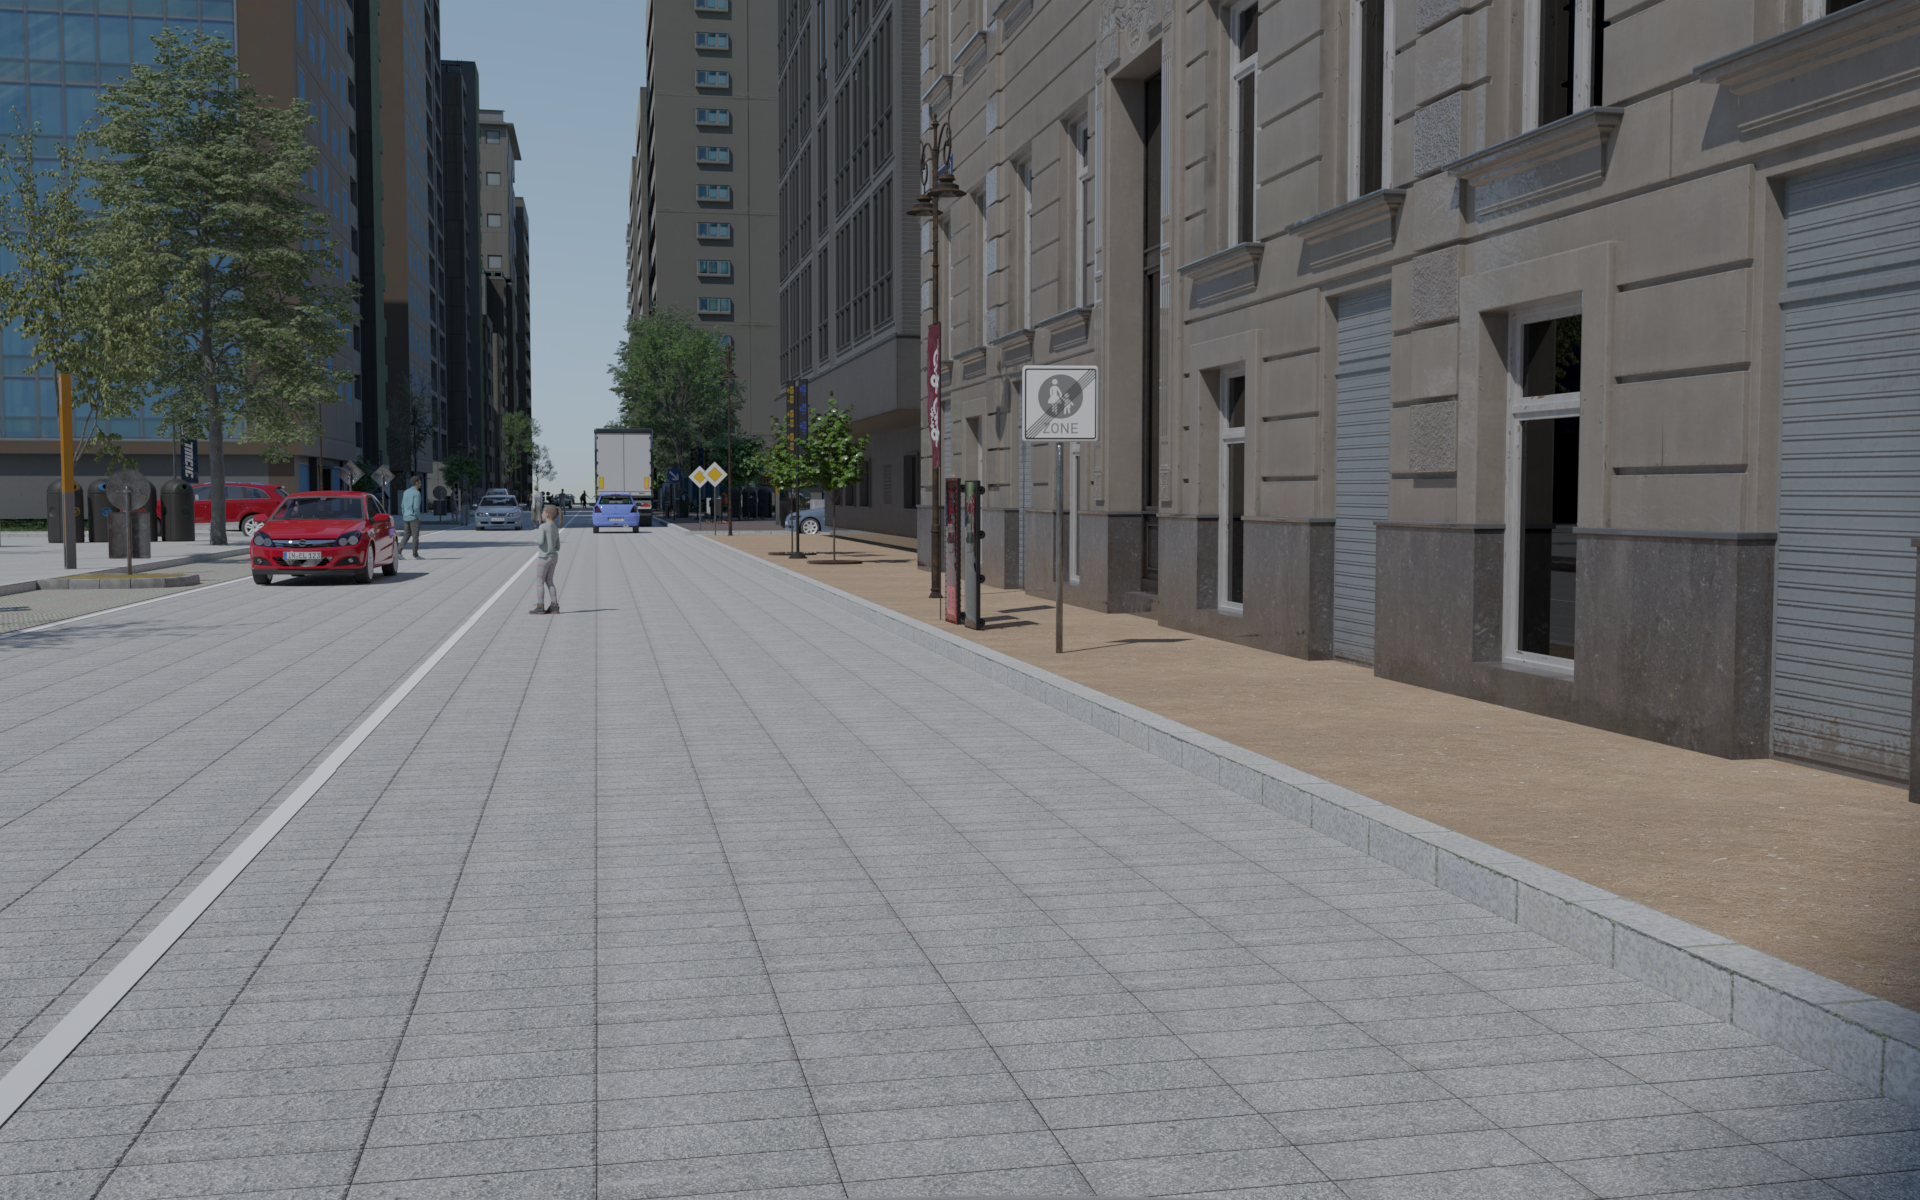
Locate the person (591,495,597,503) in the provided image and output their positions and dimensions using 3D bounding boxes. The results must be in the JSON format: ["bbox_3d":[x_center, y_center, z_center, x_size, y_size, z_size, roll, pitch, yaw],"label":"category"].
[{"bbox_3d":[-33.297,-9.194,158.803,0.705,1.826,1.348,2,4,25],"label":"person"}]

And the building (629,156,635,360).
[{"bbox_3d":[-34.218,-37.580,238.140,21.300,48.544,21.600,-1,4,-12],"label":"building"}]

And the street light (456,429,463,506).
[{"bbox_3d":[-34.575,-9.001,119.959,0.468,5.910,1.993,-1,4,-12],"label":"street light"}]

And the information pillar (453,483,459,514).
[{"bbox_3d":[-32.131,-6.477,110.385,0.304,2.012,0.304,-2,4,-26],"label":"information pillar"}]

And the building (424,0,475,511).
[{"bbox_3d":[-50.393,-42.867,139.125,20.563,71.187,20.611,-1,4,-12],"label":"building"}]

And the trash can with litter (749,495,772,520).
[{"bbox_3d":[-10.428,-4.681,87.592,1.678,1.210,2.233,-3,5,-43],"label":"trash can with litter"}]

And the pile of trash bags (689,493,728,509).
[{"bbox_3d":[-18.677,-7.350,129.928,1.912,1.369,3.447,3,5,39],"label":"pile of trash bags"}]

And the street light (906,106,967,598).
[{"bbox_3d":[-0.300,-2.961,21.199,0.468,5.910,1.993,-1,4,-12],"label":"street light"}]

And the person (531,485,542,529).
[{"bbox_3d":[-17.316,-3.809,71.000,0.478,1.798,0.641,-2,4,-29],"label":"person"}]

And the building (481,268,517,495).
[{"bbox_3d":[-64.220,-27.465,220.748,14.160,30.474,14.107,-1,4,-12],"label":"building"}]

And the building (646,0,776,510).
[{"bbox_3d":[-16.083,-32.253,151.037,21.300,48.544,21.600,-1,4,-12],"label":"building"}]

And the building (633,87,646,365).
[{"bbox_3d":[-26.115,-35.238,199.845,21.300,48.544,21.600,-1,4,-12],"label":"building"}]

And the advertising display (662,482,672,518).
[{"bbox_3d":[-15.586,-5.320,92.198,0.123,1.923,0.974,-2,4,-35],"label":"advertising display"}]

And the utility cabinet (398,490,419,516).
[{"bbox_3d":[-32.549,-5.721,102.210,1.173,1.500,0.318,-1,4,-22],"label":"utility cabinet"}]

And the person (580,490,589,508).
[{"bbox_3d":[-38.409,-10.317,177.200,1.348,1.823,0.705,2,4,26],"label":"person"}]

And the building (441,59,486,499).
[{"bbox_3d":[-51.148,-28.989,157.572,14.154,41.232,14.086,-1,4,-12],"label":"building"}]

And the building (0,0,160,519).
[{"bbox_3d":[-31.874,-25.476,66.646,14.600,45.320,14.200,-1,4,-12],"label":"building"}]

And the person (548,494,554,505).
[{"bbox_3d":[-41.171,-9.956,174.505,0.697,1.427,0.421,3,5,41],"label":"person"}]

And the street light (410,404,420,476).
[{"bbox_3d":[-28.158,-7.143,89.569,0.468,5.910,1.993,-1,4,-12],"label":"street light"}]

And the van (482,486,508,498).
[{"bbox_3d":[-32.908,-7.095,123.009,2.013,2.044,4.112,-1,4,-12],"label":"van"}]

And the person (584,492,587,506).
[{"bbox_3d":[-44.045,-11.870,203.504,0.436,1.711,0.756,-1,4,-18],"label":"person"}]

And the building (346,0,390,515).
[{"bbox_3d":[-37.561,-19.376,88.503,14.160,30.474,14.107,-1,4,-12],"label":"building"}]

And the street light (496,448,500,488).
[{"bbox_3d":[-44.050,-11.779,165.374,0.468,5.910,1.993,-1,4,-12],"label":"street light"}]

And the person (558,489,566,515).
[{"bbox_3d":[-26.734,-6.583,116.320,0.511,1.800,0.466,0,4,-3],"label":"person"}]

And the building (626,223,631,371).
[{"bbox_3d":[-42.101,-40.290,278.349,23.786,49.044,30.456,-1,4,-12],"label":"building"}]

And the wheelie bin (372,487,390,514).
[{"bbox_3d":[-26.667,-4.390,79.689,0.693,1.594,0.980,-3,4,-37],"label":"wheelie bin"}]

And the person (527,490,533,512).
[{"bbox_3d":[-34.699,-8.020,140.344,1.217,1.735,0.721,3,5,40],"label":"person"}]

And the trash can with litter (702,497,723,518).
[{"bbox_3d":[-13.088,-4.892,91.370,0.624,1.170,1.055,3,4,37],"label":"trash can with litter"}]

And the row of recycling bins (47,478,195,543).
[{"bbox_3d":[-22.335,-2.387,46.142,3.534,1.692,1.069,-2,4,-32],"label":"row of recycling bins"}]

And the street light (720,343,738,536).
[{"bbox_3d":[-7.069,-4.915,53.141,0.468,5.910,1.993,-1,4,-12],"label":"street light"}]

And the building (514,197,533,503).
[{"bbox_3d":[-76.927,-39.195,264.533,21.300,48.544,21.600,-1,4,-12],"label":"building"}]

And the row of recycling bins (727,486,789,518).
[{"bbox_3d":[-11.011,-5.342,94.456,3.534,1.692,1.069,1,4,12],"label":"row of recycling bins"}]

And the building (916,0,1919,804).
[{"bbox_3d":[7.271,-13.502,18.029,12.463,27.353,25.104,-1,4,-12],"label":"building"}]

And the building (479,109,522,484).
[{"bbox_3d":[-75.394,-39.737,238.946,28.713,52.752,27.495,-1,4,-12],"label":"building"}]

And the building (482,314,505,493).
[{"bbox_3d":[-61.895,-20.370,178.093,27.650,21.520,28.899,-1,4,-12],"label":"building"}]

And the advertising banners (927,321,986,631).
[{"bbox_3d":[-0.064,-1.278,17.087,0.090,3.025,2.074,-1,4,-14],"label":"advertising banners"}]

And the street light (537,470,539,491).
[{"bbox_3d":[-67.301,-18.566,276.348,0.468,5.910,1.993,-1,4,-12],"label":"street light"}]

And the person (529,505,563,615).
[{"bbox_3d":[-4.951,-0.482,20.663,0.394,1.301,0.425,0,4,5],"label":"person"}]

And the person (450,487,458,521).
[{"bbox_3d":[-24.812,-4.665,85.105,0.374,1.781,0.599,-3,4,-36],"label":"person"}]

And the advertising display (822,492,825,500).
[{"bbox_3d":[-7.519,-5.775,99.633,0.974,1.923,0.123,-3,4,-38],"label":"advertising display"}]

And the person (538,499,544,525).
[{"bbox_3d":[-19.171,-4.154,79.011,0.503,1.515,0.523,-3,4,-39],"label":"person"}]

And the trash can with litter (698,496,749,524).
[{"bbox_3d":[-10.689,-3.972,75.999,1.678,1.210,2.233,-3,4,-38],"label":"trash can with litter"}]

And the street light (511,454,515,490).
[{"bbox_3d":[-50.606,-13.673,196.342,0.468,5.910,1.993,-1,4,-12],"label":"street light"}]

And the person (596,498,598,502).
[{"bbox_3d":[-26.359,-7.223,126.689,0.616,1.811,0.778,-3,4,-37],"label":"person"}]

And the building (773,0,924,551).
[{"bbox_3d":[3.607,-15.216,42.294,14.314,27.812,24.014,-1,4,-12],"label":"building"}]

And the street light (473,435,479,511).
[{"bbox_3d":[-37.544,-9.880,134.325,0.468,5.910,1.993,-1,4,-12],"label":"street light"}]

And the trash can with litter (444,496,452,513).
[{"bbox_3d":[-34.902,-6.537,118.260,0.624,1.170,1.055,0,4,-7],"label":"trash can with litter"}]

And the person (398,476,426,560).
[{"bbox_3d":[-11.964,-1.781,37.632,0.660,1.820,0.620,3,4,36],"label":"person"}]

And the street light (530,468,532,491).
[{"bbox_3d":[-60.907,-16.707,245.953,0.468,5.910,1.993,-1,4,-12],"label":"street light"}]

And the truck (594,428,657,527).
[{"bbox_3d":[-15.306,-5.532,79.362,2.839,4.237,11.283,-1,4,-10],"label":"truck"}]

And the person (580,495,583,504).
[{"bbox_3d":[-43.514,-11.466,199.209,0.421,1.427,0.697,0,4,3],"label":"person"}]

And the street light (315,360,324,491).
[{"bbox_3d":[-21.834,-5.283,59.159,0.468,5.910,1.993,-1,4,-12],"label":"street light"}]

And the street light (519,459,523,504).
[{"bbox_3d":[-54.590,-14.838,215.386,0.468,5.910,1.993,-1,4,-12],"label":"street light"}]

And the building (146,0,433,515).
[{"bbox_3d":[-41.620,-28.115,109.793,14.600,45.320,14.200,-1,4,-12],"label":"building"}]

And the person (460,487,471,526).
[{"bbox_3d":[-22.371,-4.235,78.293,0.362,1.759,0.519,3,5,43],"label":"person"}]
